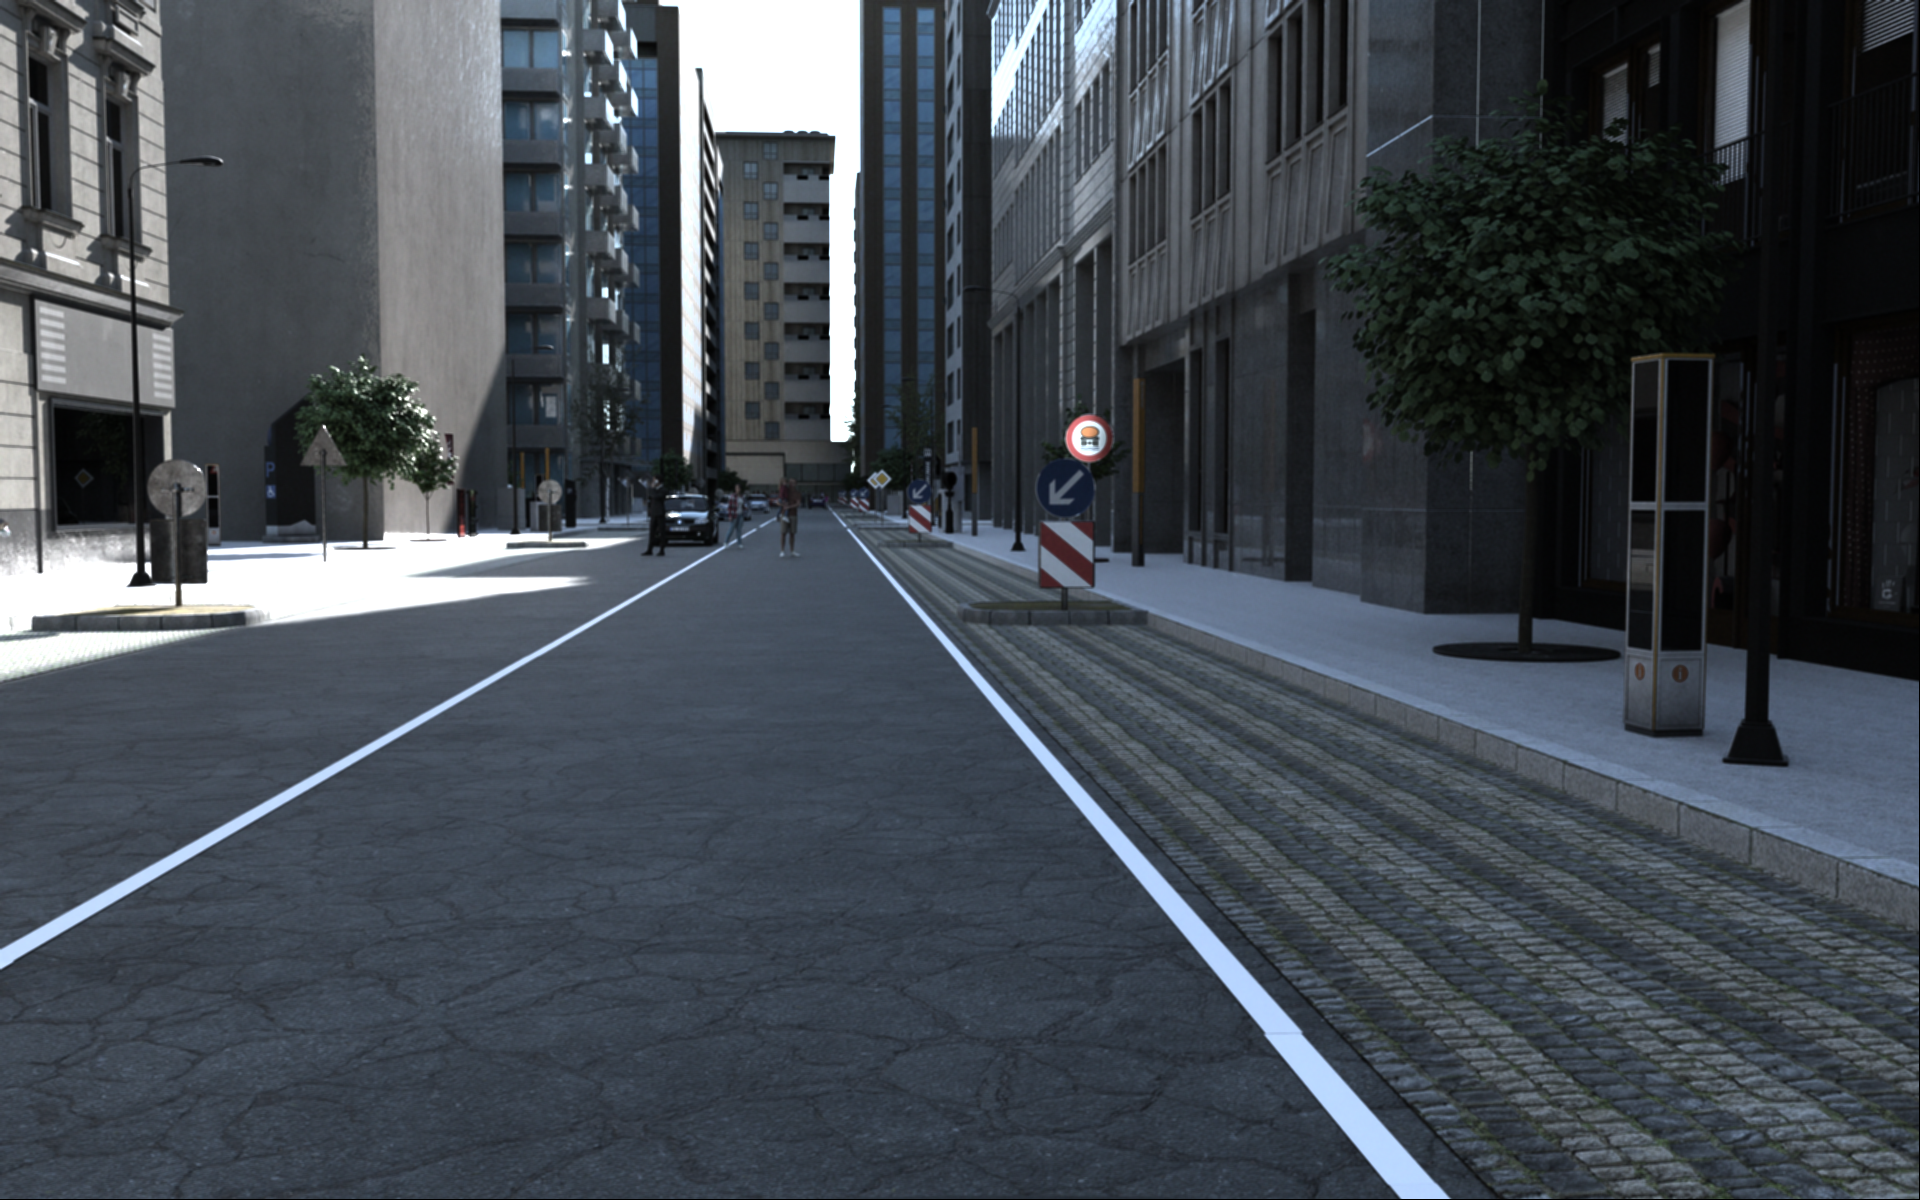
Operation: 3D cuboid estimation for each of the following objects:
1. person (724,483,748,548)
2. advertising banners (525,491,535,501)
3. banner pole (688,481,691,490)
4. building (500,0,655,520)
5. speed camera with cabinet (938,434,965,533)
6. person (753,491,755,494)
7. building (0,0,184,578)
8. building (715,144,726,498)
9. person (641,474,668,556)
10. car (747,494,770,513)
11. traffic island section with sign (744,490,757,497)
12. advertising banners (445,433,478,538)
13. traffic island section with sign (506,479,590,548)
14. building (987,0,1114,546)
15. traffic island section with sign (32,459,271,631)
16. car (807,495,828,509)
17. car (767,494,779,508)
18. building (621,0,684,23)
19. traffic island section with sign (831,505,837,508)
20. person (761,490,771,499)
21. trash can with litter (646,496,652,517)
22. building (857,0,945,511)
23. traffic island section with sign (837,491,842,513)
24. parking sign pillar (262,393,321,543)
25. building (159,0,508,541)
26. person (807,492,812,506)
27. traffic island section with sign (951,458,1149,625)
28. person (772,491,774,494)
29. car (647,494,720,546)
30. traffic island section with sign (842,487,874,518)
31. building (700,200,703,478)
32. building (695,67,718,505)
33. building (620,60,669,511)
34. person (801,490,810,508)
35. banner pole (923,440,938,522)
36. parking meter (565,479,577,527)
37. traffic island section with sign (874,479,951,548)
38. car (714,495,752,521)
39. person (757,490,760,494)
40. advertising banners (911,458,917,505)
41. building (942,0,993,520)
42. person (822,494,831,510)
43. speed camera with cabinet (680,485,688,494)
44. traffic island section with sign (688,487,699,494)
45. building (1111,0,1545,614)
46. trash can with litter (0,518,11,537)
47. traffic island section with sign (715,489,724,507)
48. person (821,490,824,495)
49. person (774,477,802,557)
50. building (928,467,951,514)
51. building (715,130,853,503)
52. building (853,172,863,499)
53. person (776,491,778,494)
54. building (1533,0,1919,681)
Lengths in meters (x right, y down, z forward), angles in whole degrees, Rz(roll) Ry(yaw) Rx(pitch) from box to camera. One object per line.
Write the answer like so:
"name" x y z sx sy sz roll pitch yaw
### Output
"person" -5.926 -2.234 45.872 0.563 1.720 0.643 -3 5 -44
"advertising banners" -17.302 -4.389 67.954 2.074 3.025 0.090 -1 4 -13
"banner pole" -23.285 -9.721 148.952 0.401 3.779 0.863 -2 4 -32
"building" -30.255 -29.239 97.660 23.786 49.044 30.456 0 4 -5
"speed camera with cabinet" -0.306 -3.893 57.984 0.660 3.252 2.038 -1 4 -10
"person" -19.082 -9.309 161.410 0.721 1.735 1.217 2 4 27
"building" -21.605 -14.482 13.197 17.030 29.872 44.131 0 4 -5
"building" -36.928 -34.636 216.405 14.200 45.320 14.600 0 4 -5
"person" -7.105 -1.991 40.423 0.648 1.900 0.474 3 5 44
"car" -15.177 -7.177 129.349 2.014 1.417 4.499 0 4 -3
"traffic island section with sign" -21.833 -10.359 178.004 1.989 1.847 2.006 0 4 -5
"advertising banners" -14.581 -3.329 50.622 0.090 3.025 2.074 1 4 9
"traffic island section with sign" -11.012 -2.315 46.485 1.989 1.847 2.006 0 4 -5
"building" 7.799 -16.830 52.670 11.434 29.767 29.804 0 4 -5
"traffic island section with sign" -8.763 -0.637 19.038 1.989 1.847 2.006 0 4 -5
"car" -13.781 -9.484 167.651 1.945 1.354 3.894 0 4 -6
"car" -19.276 -10.524 181.110 2.155 1.783 4.494 0 4 -4
"building" -31.697 -31.004 157.032 14.600 45.320 14.200 0 4 -5
"traffic island section with sign" -12.110 -10.421 179.017 1.989 1.847 2.006 0 4 -5
"person" -18.828 -9.672 166.768 1.348 1.807 0.705 -2 4 -30
"trash can with litter" -17.174 -5.197 96.350 0.624 1.170 1.055 -1 4 -9
"building" -1.075 -30.014 140.836 14.600 45.320 14.200 0 4 -5
"traffic island section with sign" -8.022 -7.382 129.323 1.989 1.847 2.006 0 4 -5
"parking sign pillar" -17.672 -3.498 45.667 1.447 3.967 1.447 2 4 26
"building" -33.492 -15.306 54.762 34.151 26.468 19.350 0 4 -5
"person" -18.109 -12.217 209.043 0.742 1.727 0.445 2 4 24
"traffic island section with sign" 0.991 -0.679 19.733 1.989 1.847 2.006 0 4 -5
"person" -24.632 -13.399 227.563 0.705 1.826 1.348 0 4 -4
"car" -7.800 -2.407 49.144 2.009 1.686 4.222 0 4 -5
"traffic island section with sign" -5.797 -5.726 102.245 1.989 1.847 2.006 0 4 -5
"building" -33.002 -31.868 171.146 14.600 45.320 14.200 0 4 -5
"building" -37.882 -34.549 188.575 21.300 48.544 21.600 0 4 -5
"building" -38.804 -26.950 132.506 32.217 40.220 23.993 0 4 -5
"person" -16.255 -10.466 179.704 1.350 1.814 0.705 0 4 -4
"banner pole" -1.352 -5.503 79.999 0.863 3.779 0.401 2 4 31
"parking meter" -14.951 -3.722 66.572 0.399 1.863 0.255 0 4 1
"traffic island section with sign" -1.237 -2.333 46.770 1.989 1.847 2.006 0 4 -5
"car" -12.291 -5.020 94.078 2.014 1.417 4.499 0 4 -3
"person" -20.358 -10.144 174.294 0.705 1.831 1.348 2 4 24
"advertising banners" -2.245 -5.390 84.309 0.090 3.025 2.074 -1 4 -8
"building" 6.611 -19.313 87.463 14.107 30.474 14.160 0 4 -5
"person" -11.924 -8.705 154.050 0.991 1.433 0.599 -3 4 -36
"speed camera with cabinet" -21.328 -8.515 133.563 0.660 3.252 2.038 1 4 16
"traffic island section with sign" -15.501 -5.650 101.001 1.989 1.847 2.006 0 4 -5
"building" 10.128 -12.849 28.100 12.078 24.808 19.932 0 4 -5
"trash can with litter" -11.055 -0.495 19.484 0.624 1.170 1.055 -2 4 -26
"traffic island section with sign" -17.705 -7.293 127.866 1.989 1.847 2.006 0 4 -5
"person" -15.005 -10.917 186.869 0.599 1.838 0.709 0 4 -2
"person" -3.958 -1.909 39.685 0.573 1.828 0.580 2 4 31
"building" 14.329 -25.886 115.116 32.217 40.220 23.993 0 4 -5
"building" -29.472 -40.378 249.419 27.495 52.752 28.713 0 4 -5
"building" -4.487 -38.190 248.106 21.600 48.544 21.300 0 4 -5
"person" -21.422 -11.858 202.388 0.705 1.822 1.348 1 4 15
"building" 12.708 -11.022 9.885 12.332 23.373 15.834 0 4 -5
